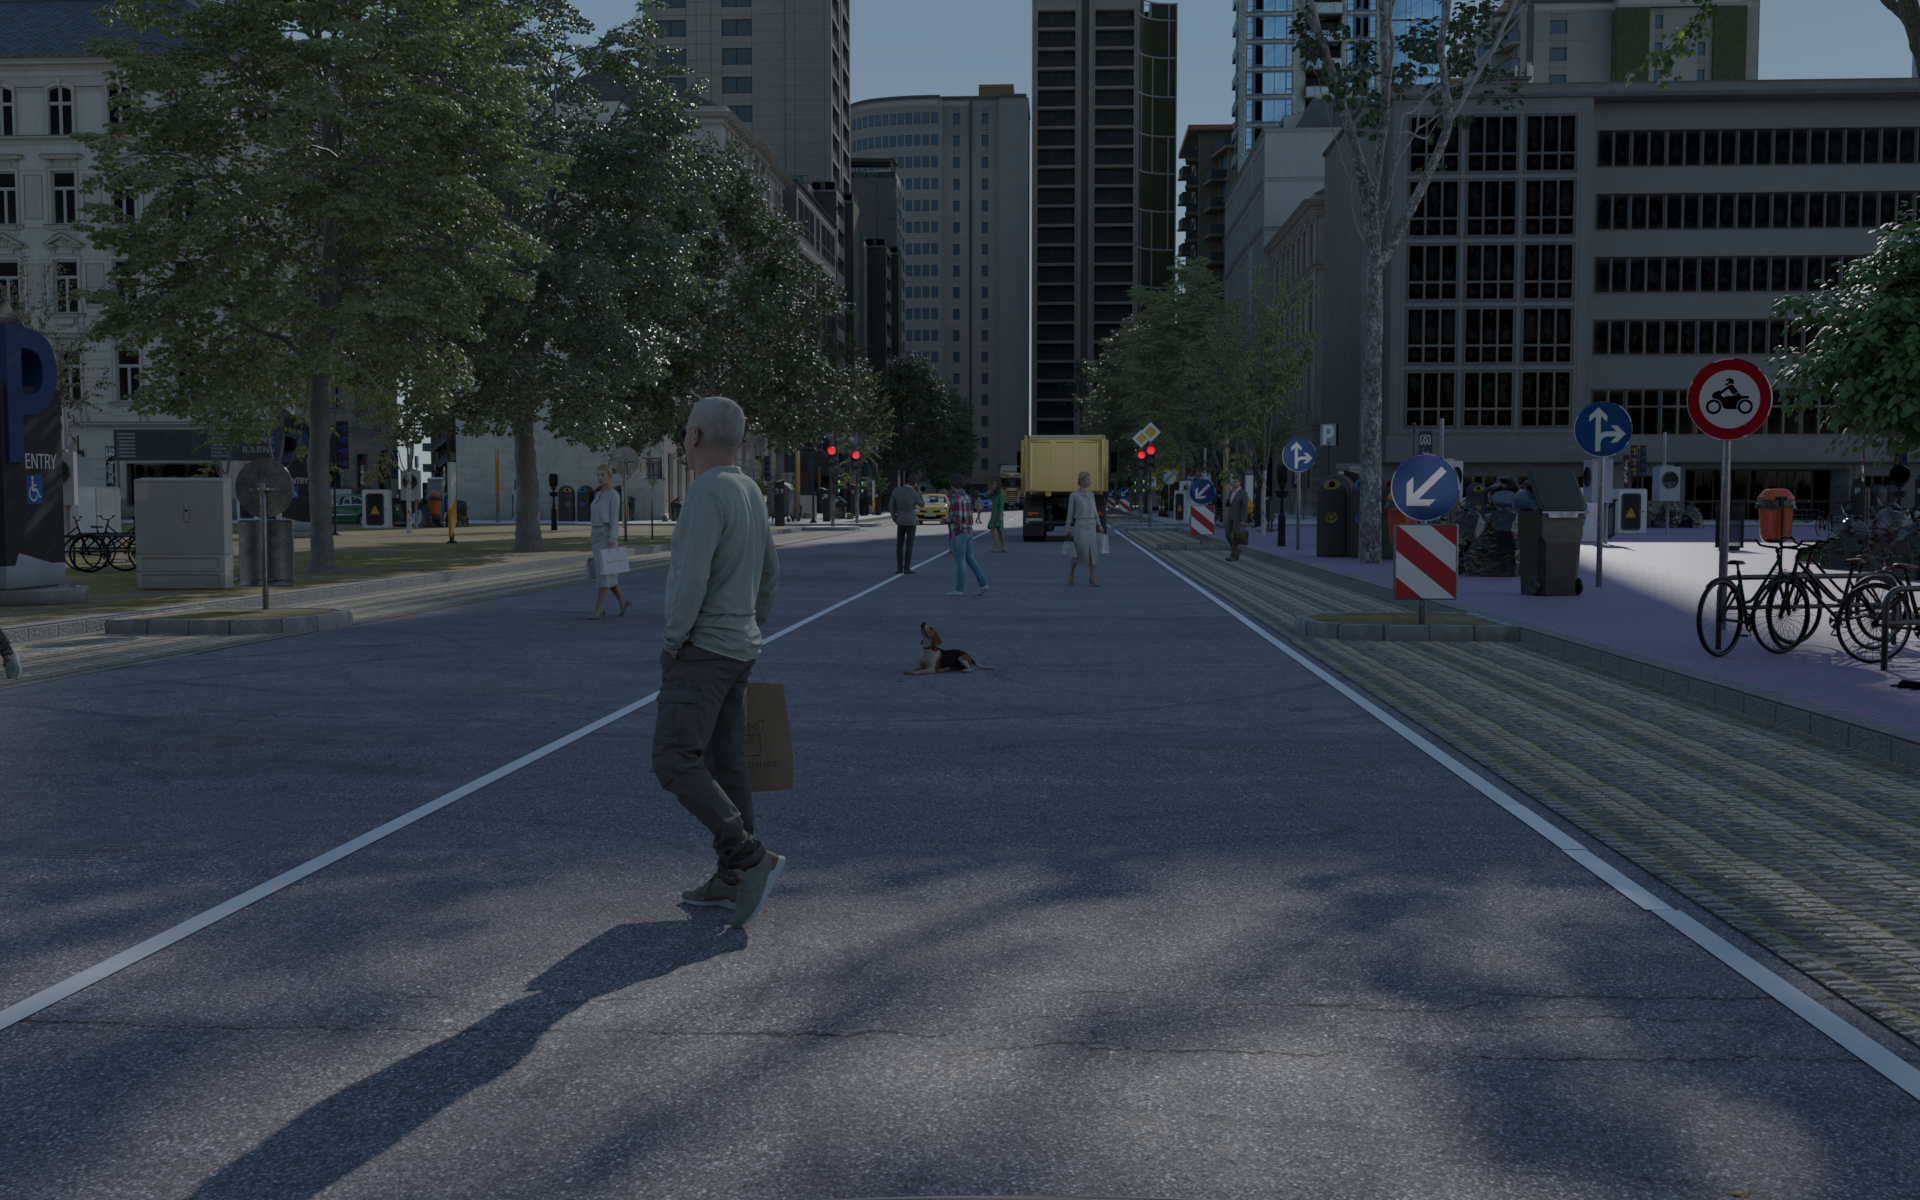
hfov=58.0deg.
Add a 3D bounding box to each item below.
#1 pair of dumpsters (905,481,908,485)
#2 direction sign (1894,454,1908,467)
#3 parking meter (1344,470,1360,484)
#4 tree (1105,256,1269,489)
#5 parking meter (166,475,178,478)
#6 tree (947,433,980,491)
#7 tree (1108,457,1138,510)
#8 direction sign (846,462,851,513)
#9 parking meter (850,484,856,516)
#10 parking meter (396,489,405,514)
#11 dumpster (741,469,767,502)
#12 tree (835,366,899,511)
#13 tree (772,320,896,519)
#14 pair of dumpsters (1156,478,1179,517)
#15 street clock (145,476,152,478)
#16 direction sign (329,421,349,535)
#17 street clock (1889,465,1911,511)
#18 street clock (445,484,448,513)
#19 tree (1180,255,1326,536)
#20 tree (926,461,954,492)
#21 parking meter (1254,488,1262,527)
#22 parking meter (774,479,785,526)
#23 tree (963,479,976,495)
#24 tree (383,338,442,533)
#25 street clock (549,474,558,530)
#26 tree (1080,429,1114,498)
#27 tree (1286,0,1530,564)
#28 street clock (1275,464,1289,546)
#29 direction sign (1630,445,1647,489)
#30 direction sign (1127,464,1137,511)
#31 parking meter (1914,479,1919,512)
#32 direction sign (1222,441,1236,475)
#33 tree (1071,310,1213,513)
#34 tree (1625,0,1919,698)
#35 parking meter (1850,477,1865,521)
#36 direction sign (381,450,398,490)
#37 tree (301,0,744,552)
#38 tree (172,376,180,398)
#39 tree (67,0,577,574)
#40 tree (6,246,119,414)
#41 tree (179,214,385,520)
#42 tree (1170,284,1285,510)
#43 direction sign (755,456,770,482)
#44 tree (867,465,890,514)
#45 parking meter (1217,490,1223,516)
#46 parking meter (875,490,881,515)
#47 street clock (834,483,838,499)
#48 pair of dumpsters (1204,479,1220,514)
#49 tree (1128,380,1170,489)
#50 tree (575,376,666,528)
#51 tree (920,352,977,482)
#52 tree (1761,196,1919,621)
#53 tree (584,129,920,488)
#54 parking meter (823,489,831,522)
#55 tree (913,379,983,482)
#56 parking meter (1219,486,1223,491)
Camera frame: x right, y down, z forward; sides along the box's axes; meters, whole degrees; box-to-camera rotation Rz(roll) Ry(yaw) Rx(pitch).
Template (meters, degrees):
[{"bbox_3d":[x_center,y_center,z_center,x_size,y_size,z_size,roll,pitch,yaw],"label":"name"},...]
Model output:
[{"bbox_3d":[-4.387,-7.747,129.156,1.574,2.255,4.437,0,4,3],"label":"pair of dumpsters"},{"bbox_3d":[41.330,-5.147,76.154,0.379,3.537,0.876,0,4,-5],"label":"direction sign"},{"bbox_3d":[9.475,-2.210,41.853,0.399,1.863,0.255,2,4,25],"label":"parking meter"},{"bbox_3d":[10.764,-10.049,82.424,7.486,12.596,7.792,0,3,0],"label":"tree"},{"bbox_3d":[-24.687,-2.964,54.177,0.399,1.863,0.255,1,4,19],"label":"parking meter"},{"bbox_3d":[-0.149,-14.350,184.981,4.360,8.622,3.978,0,3,0],"label":"tree"},{"bbox_3d":[14.222,-9.558,139.980,4.285,4.588,4.351,0,3,0],"label":"tree"},{"bbox_3d":[-7.602,-7.712,118.095,0.379,3.537,0.876,1,4,10],"label":"direction sign"},{"bbox_3d":[-6.122,-5.782,100.239,0.399,1.863,0.255,1,4,19],"label":"parking meter"},{"bbox_3d":[-25.526,-4.322,79.078,0.372,1.533,0.369,0,3,0],"label":"parking meter"},{"bbox_3d":[-8.120,-3.812,64.818,1.502,2.255,1.985,0,4,4],"label":"dumpster"},{"bbox_3d":[-5.628,-8.959,96.840,4.360,8.622,3.978,0,3,0],"label":"tree"},{"bbox_3d":[-6.787,-9.443,88.813,7.601,10.594,8.767,0,3,0],"label":"tree"},{"bbox_3d":[11.846,-5.768,96.799,1.574,2.255,4.437,0,4,3],"label":"pair of dumpsters"},{"bbox_3d":[-32.763,-4.000,69.973,0.358,2.002,0.471,-3,4,-36],"label":"street clock"},{"bbox_3d":[-19.401,-3.774,53.704,0.876,3.537,0.379,-1,4,-12],"label":"direction sign"},{"bbox_3d":[23.583,-2.381,43.492,0.471,2.002,0.358,2,4,35],"label":"street clock"},{"bbox_3d":[-35.353,-7.024,119.404,0.471,2.002,0.358,-2,4,-24],"label":"street clock"},{"bbox_3d":[9.225,-6.312,53.558,4.737,8.622,4.395,0,3,0],"label":"tree"},{"bbox_3d":[-1.531,-10.790,160.135,4.285,4.588,4.351,0,3,0],"label":"tree"},{"bbox_3d":[11.777,-3.654,68.161,0.372,1.533,0.369,0,3,0],"label":"parking meter"},{"bbox_3d":[-7.217,-3.887,69.269,0.255,1.863,0.399,2,4,35],"label":"parking meter"},{"bbox_3d":[1.289,-14.152,225.989,1.663,3.219,1.824,0,3,0],"label":"tree"},{"bbox_3d":[-18.253,-6.495,56.557,4.737,8.622,4.395,0,3,0],"label":"tree"},{"bbox_3d":[-14.334,-3.458,61.113,0.358,2.002,0.471,-2,4,-25],"label":"street clock"},{"bbox_3d":[19.591,-18.681,222.442,9.611,12.733,9.660,0,3,0],"label":"tree"},{"bbox_3d":[8.913,-10.700,30.835,12.611,20.169,13.585,0,3,0],"label":"tree"},{"bbox_3d":[7.884,-2.314,42.407,0.358,2.002,0.471,0,4,7],"label":"street clock"},{"bbox_3d":[31.438,-5.403,80.330,0.876,3.537,0.379,-1,4,-19],"label":"direction sign"},{"bbox_3d":[13.101,-8.551,131.813,0.876,3.537,0.379,-1,4,-19],"label":"direction sign"},{"bbox_3d":[36.181,-3.639,65.204,0.255,1.863,0.399,-3,5,-44],"label":"parking meter"},{"bbox_3d":[11.575,-5.049,74.547,0.379,3.537,0.876,-2,4,-30],"label":"direction sign"},{"bbox_3d":[12.846,-12.989,119.028,9.857,13.997,8.962,0,3,0],"label":"tree"},{"bbox_3d":[6.481,-5.201,10.784,9.928,11.665,9.643,0,3,0],"label":"tree"},{"bbox_3d":[30.560,-3.259,58.993,0.399,1.863,0.255,3,4,36],"label":"parking meter"},{"bbox_3d":[-29.461,-5.963,89.498,0.876,3.537,0.379,0,4,3],"label":"direction sign"},{"bbox_3d":[-9.660,-8.050,38.273,9.857,13.997,8.962,0,3,0],"label":"tree"},{"bbox_3d":[-27.539,-7.011,64.998,4.737,8.622,4.395,0,3,0],"label":"tree"},{"bbox_3d":[-9.988,-6.717,27.946,7.486,12.596,7.792,0,3,0],"label":"tree"},{"bbox_3d":[-28.078,-6.241,52.405,4.360,8.622,3.978,0,3,0],"label":"tree"},{"bbox_3d":[-17.835,-5.806,45.288,4.737,8.622,4.395,0,3,0],"label":"tree"},{"bbox_3d":[9.544,-6.779,61.201,4.360,8.622,3.978,0,3,0],"label":"tree"},{"bbox_3d":[-11.761,-6.808,103.311,0.876,3.537,0.379,-1,4,-21],"label":"direction sign"},{"bbox_3d":[-5.326,-7.090,110.523,1.663,3.219,1.824,0,3,0],"label":"tree"},{"bbox_3d":[14.054,-5.211,93.617,0.372,1.533,0.369,0,3,0],"label":"parking meter"},{"bbox_3d":[-4.948,-5.879,104.531,0.372,1.533,0.369,0,3,0],"label":"parking meter"},{"bbox_3d":[-7.568,-6.183,105.665,0.471,2.002,0.358,-1,4,-14],"label":"street clock"},{"bbox_3d":[12.820,-5.449,91.584,1.574,2.255,4.437,0,4,3],"label":"pair of dumpsters"},{"bbox_3d":[12.493,-9.474,105.265,4.360,8.622,3.978,0,3,0],"label":"tree"},{"bbox_3d":[-12.762,-7.047,65.579,4.360,8.622,3.978,0,3,0],"label":"tree"},{"bbox_3d":[-3.815,-13.433,136.641,9.611,12.733,9.660,0,3,0],"label":"tree"},{"bbox_3d":[10.119,-2.069,17.537,4.285,4.588,4.351,0,3,0],"label":"tree"},{"bbox_3d":[-7.885,-8.438,54.964,9.611,12.733,9.660,0,3,0],"label":"tree"},{"bbox_3d":[-6.217,-4.421,80.696,0.372,1.533,0.369,0,3,0],"label":"parking meter"},{"bbox_3d":[-1.329,-15.451,170.748,7.486,12.596,7.792,0,3,0],"label":"tree"},{"bbox_3d":[15.477,-5.914,102.400,0.399,1.863,0.255,2,4,24],"label":"parking meter"}]
